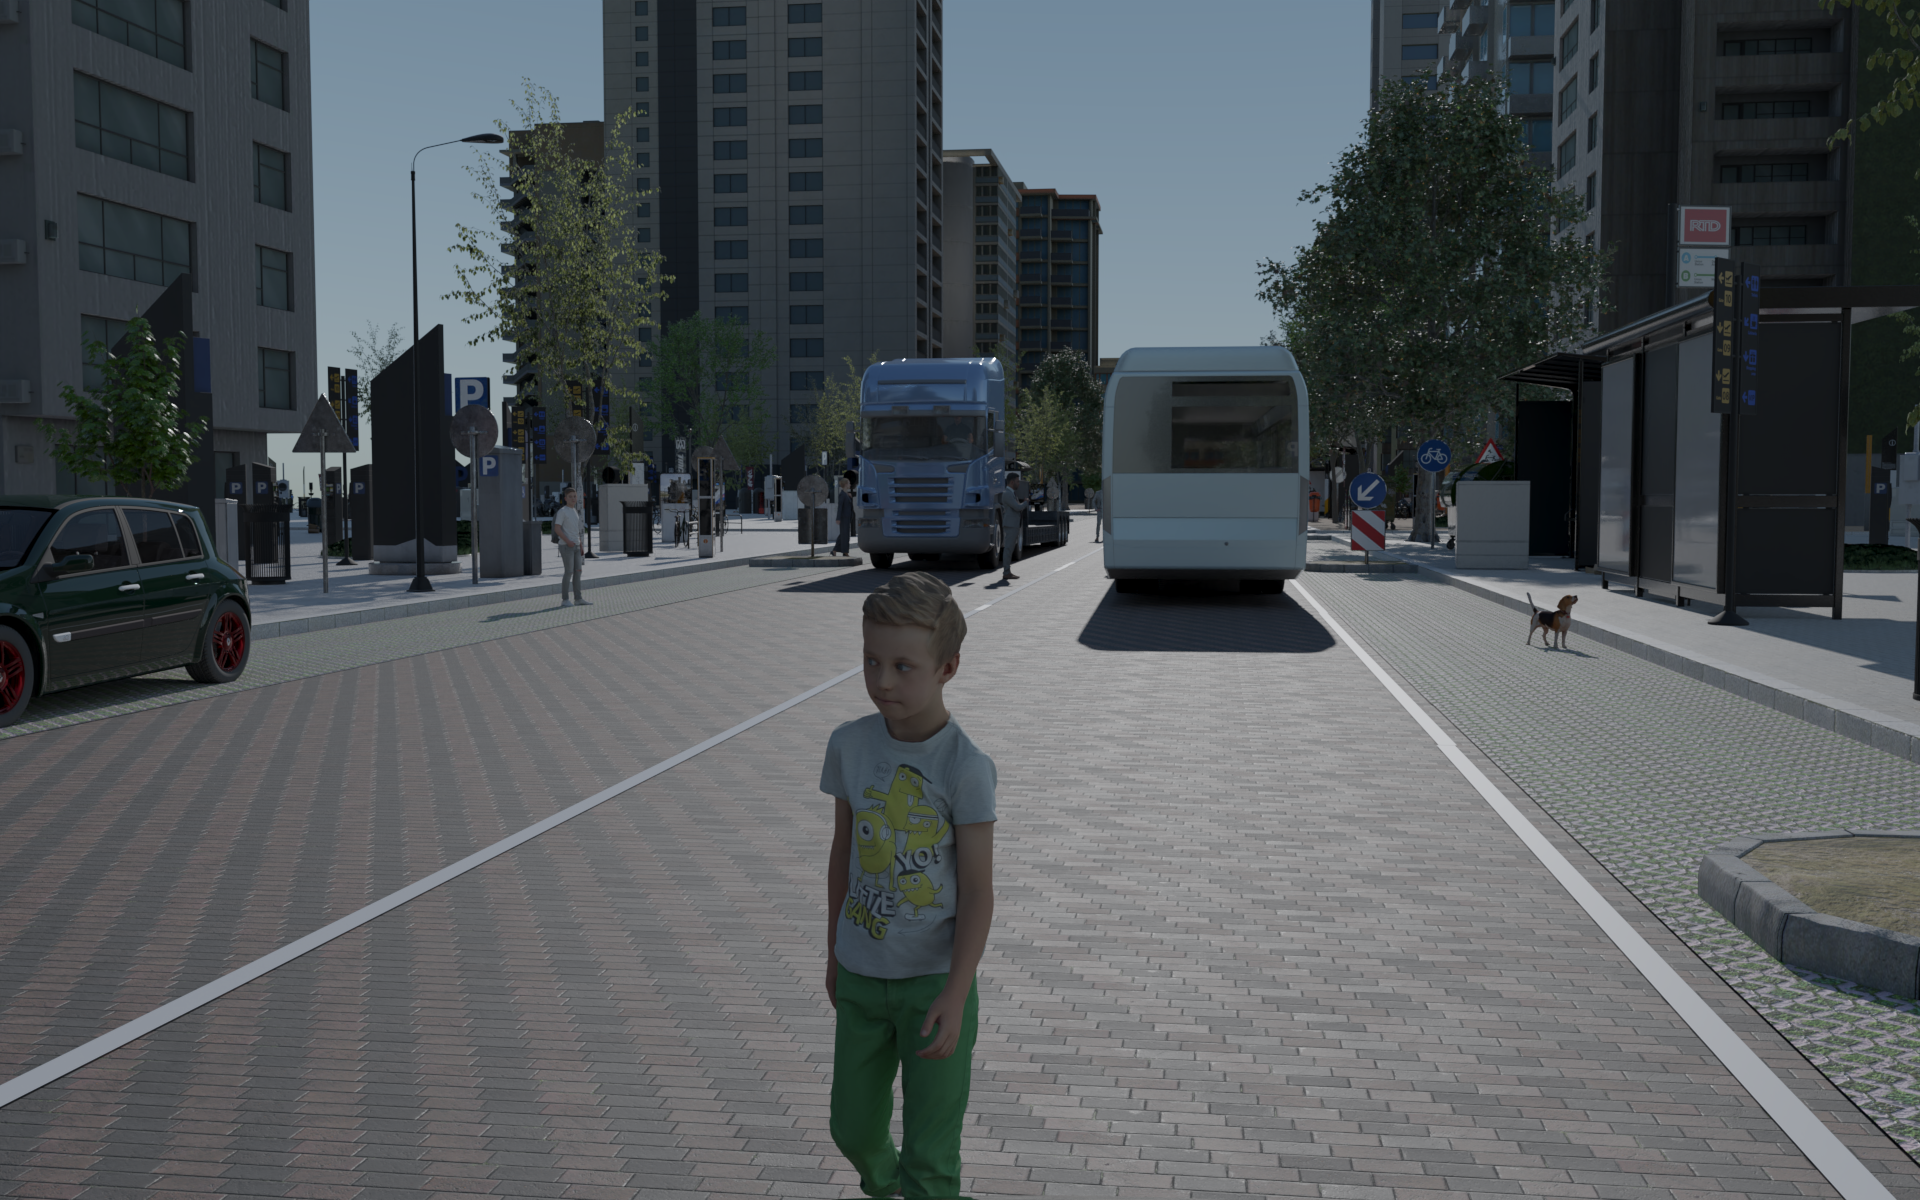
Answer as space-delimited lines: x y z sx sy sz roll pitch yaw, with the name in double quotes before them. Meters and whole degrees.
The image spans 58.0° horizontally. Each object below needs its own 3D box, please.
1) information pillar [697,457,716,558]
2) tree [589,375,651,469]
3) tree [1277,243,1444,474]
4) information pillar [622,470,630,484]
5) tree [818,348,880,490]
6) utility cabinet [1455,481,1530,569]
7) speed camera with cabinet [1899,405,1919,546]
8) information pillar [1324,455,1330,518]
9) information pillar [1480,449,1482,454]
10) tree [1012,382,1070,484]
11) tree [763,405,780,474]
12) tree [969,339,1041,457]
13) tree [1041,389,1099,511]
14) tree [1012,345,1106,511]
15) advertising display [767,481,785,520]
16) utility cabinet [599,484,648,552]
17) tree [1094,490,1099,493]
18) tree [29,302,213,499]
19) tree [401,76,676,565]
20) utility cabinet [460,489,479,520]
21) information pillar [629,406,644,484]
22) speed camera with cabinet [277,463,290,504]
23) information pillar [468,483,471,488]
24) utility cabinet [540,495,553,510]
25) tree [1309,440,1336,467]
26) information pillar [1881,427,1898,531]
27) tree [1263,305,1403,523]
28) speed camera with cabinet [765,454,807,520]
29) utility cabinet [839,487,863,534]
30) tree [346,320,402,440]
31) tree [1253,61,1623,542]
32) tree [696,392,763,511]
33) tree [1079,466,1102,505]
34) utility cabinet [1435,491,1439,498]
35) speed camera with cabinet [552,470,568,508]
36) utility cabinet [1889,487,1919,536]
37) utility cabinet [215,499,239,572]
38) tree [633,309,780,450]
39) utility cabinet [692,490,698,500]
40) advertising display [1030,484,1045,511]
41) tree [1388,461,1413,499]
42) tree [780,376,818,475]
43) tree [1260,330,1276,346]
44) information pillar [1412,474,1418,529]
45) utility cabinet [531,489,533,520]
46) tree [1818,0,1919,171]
"information pillar" -5.092 -1.854 34.810 0.304 2.012 0.304 0 4 2
"tree" -20.725 -9.531 106.199 4.737 8.622 4.395 0 3 0
"tree" 15.919 -8.704 68.073 9.928 11.665 9.643 0 3 0
"information pillar" -10.307 -3.024 53.936 0.304 2.012 0.304 2 4 31
"tree" -4.868 -8.438 88.316 4.360 8.622 3.978 0 3 0
"utility cabinet" 9.059 -1.273 29.489 1.173 1.500 0.318 1 4 11
"speed camera with cabinet" 21.609 -2.661 37.838 0.660 3.252 2.038 -1 4 -22
"information pillar" 20.116 -6.302 94.391 0.504 3.616 0.183 2 4 28
"information pillar" 23.679 -5.319 78.315 0.183 3.616 0.504 -3 5 -45
"tree" 5.205 -10.046 114.613 4.360 8.622 3.978 0 3 0
"tree" -15.885 -11.143 132.557 4.737 8.622 4.395 0 3 0
"tree" 1.392 -8.071 82.326 4.737 8.622 4.395 0 3 0
"tree" 6.886 -10.422 120.765 4.737 8.622 4.395 0 3 0
"tree" 8.166 -13.254 133.713 9.611 12.733 9.660 0 3 0
"advertising display" -9.264 -5.016 87.224 0.974 1.923 0.123 1 4 17
"utility cabinet" -7.455 -1.816 38.367 0.318 1.500 1.173 3 4 38
"tree" 12.863 -10.657 168.841 1.663 3.219 1.824 0 3 0
"tree" -8.079 -1.389 17.309 1.663 3.219 1.824 0 3 0
"tree" -6.893 -4.917 30.761 4.360 8.622 3.978 0 3 0
"utility cabinet" -22.239 -4.273 78.548 1.173 1.500 0.318 3 5 44
"information pillar" -8.658 -3.364 46.364 0.183 3.616 0.504 2 4 30
"speed camera with cabinet" -43.546 -7.049 109.580 2.038 3.252 0.660 -1 4 -12
"information pillar" -33.831 -7.060 119.928 0.304 2.012 0.304 3 4 38
"utility cabinet" -30.565 -7.155 128.152 0.306 1.237 1.020 2 4 30
"tree" 21.085 -9.547 106.455 4.737 8.622 4.395 0 3 0
"information pillar" 32.422 -4.226 60.450 0.504 3.616 0.183 2 4 32
"tree" 16.615 -8.674 76.228 8.767 10.594 7.601 1 4 12
"speed camera with cabinet" -8.731 -5.618 86.197 2.038 3.252 0.660 2 4 31
"utility cabinet" -3.266 -2.799 54.438 1.173 1.500 0.318 3 5 41
"tree" -24.009 -7.529 73.463 4.360 8.622 3.978 0 3 0
"tree" 12.507 -7.895 46.095 9.611 12.733 9.660 0 3 0
"tree" -17.440 -10.669 124.807 4.737 8.622 4.395 0 3 0
"tree" 12.601 -10.846 161.044 4.285 4.588 4.351 0 3 0
"utility cabinet" 31.653 -6.548 115.741 0.318 1.500 1.173 0 4 -2
"speed camera with cabinet" -32.277 -8.922 140.208 0.660 3.252 2.038 1 4 15
"utility cabinet" 28.702 -2.669 52.318 0.318 1.500 1.173 -1 4 -21
"utility cabinet" -10.493 -0.778 23.878 1.020 1.237 0.306 0 4 8
"tree" -14.136 -10.426 96.217 9.928 11.665 9.643 0 3 0
"utility cabinet" -14.089 -5.113 92.283 1.173 1.500 0.318 1 4 11
"advertising display" 4.791 -6.232 107.107 0.974 1.923 0.123 2 4 31
"tree" 25.530 -6.437 99.848 1.663 3.219 1.824 0 3 0
"tree" -8.415 -9.403 104.096 4.360 8.622 3.978 0 3 0
"tree" 34.844 -21.190 202.344 12.611 20.169 13.585 0 3 0
"information pillar" 16.489 -3.532 62.247 0.304 2.012 0.304 -2 4 -29
"utility cabinet" -19.331 -4.108 75.840 1.173 1.500 0.318 0 4 -7
"tree" 7.377 -3.729 11.328 4.737 8.622 4.395 0 3 0
